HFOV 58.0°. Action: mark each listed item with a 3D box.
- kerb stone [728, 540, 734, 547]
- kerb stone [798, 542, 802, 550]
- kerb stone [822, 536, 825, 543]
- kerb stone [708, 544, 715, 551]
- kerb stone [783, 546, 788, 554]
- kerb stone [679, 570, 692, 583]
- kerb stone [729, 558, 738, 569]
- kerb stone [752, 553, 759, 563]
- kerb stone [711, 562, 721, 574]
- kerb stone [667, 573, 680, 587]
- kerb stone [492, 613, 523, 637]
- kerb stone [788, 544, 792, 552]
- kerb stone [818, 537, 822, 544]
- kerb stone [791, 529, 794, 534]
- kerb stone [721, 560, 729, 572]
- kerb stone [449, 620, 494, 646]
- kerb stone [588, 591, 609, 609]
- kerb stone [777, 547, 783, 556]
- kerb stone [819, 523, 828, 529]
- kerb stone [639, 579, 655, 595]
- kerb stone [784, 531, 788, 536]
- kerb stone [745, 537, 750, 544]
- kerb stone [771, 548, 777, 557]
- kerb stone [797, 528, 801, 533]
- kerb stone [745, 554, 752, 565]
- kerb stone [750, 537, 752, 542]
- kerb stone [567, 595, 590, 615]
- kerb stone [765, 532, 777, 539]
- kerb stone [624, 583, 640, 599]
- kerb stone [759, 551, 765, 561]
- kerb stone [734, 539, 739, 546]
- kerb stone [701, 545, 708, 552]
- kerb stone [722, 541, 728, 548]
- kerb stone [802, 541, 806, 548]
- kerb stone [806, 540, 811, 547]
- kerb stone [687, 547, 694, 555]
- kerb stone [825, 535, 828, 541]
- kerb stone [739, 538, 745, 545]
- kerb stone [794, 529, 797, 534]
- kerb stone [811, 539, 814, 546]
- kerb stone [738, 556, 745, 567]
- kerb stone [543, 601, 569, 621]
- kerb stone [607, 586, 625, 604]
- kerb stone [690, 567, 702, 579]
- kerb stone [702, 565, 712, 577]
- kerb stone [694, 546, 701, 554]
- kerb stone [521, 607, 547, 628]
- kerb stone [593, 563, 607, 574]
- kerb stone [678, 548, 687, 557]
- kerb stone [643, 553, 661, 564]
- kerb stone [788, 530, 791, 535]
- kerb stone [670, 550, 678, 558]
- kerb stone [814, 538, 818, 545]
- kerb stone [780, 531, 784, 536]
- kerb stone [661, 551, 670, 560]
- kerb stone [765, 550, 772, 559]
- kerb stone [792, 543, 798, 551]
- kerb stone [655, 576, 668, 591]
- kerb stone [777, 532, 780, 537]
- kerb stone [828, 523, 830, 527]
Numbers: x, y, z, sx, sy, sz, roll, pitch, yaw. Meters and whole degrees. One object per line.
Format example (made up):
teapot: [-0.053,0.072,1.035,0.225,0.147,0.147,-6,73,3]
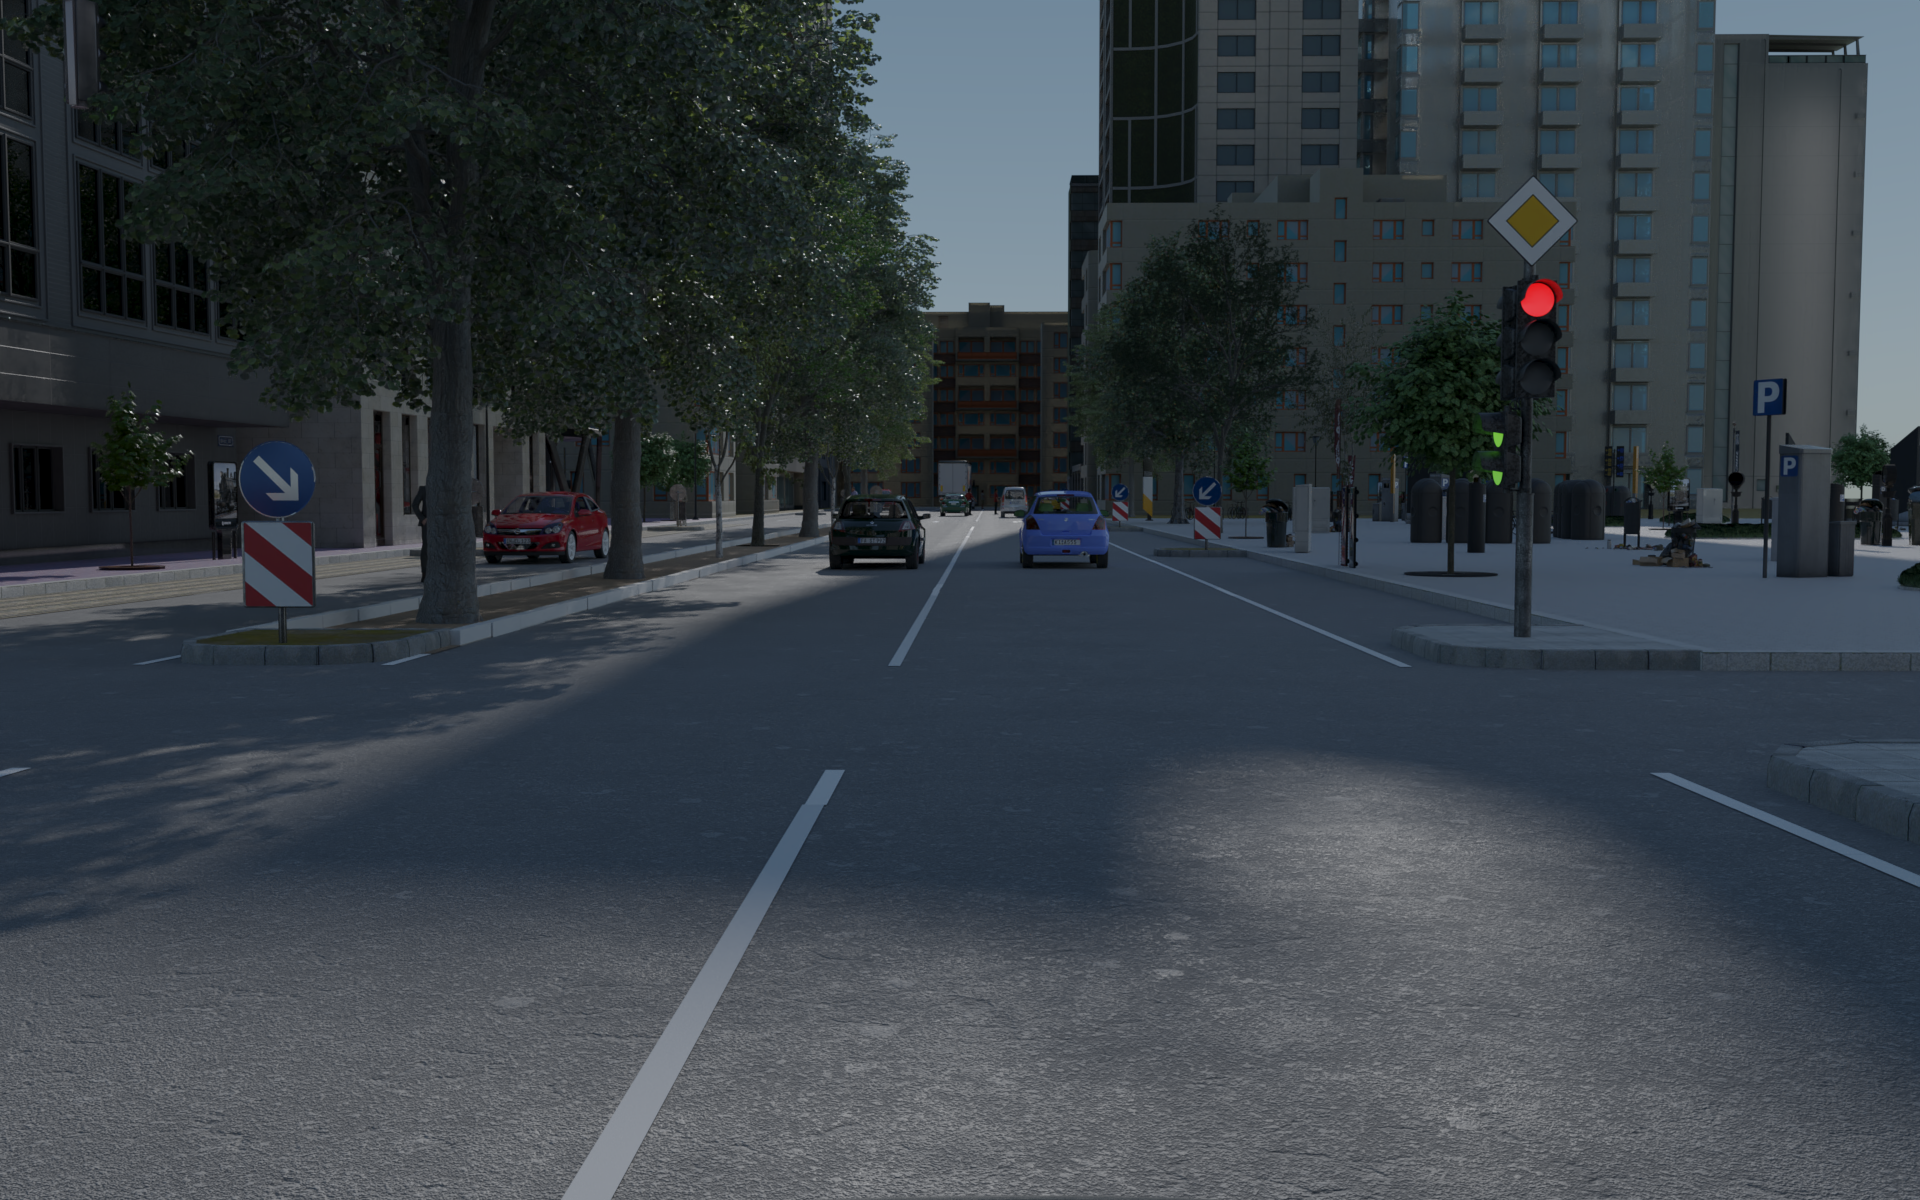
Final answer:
kerb stone: [-6.291,-1.492,46.595,0.120,0.150,1.000,0,4,1]
kerb stone: [-4.236,-1.362,44.461,0.120,0.150,1.000,0,4,1]
kerb stone: [-4.129,-1.736,50.616,0.120,0.150,1.000,0,4,1]
kerb stone: [-6.351,-1.303,43.523,0.120,0.150,1.000,0,4,1]
kerb stone: [-4.296,-1.174,41.384,0.120,0.150,1.000,0,4,1]
kerb stone: [-4.540,-0.360,28.080,0.120,0.150,1.000,0,4,1]
kerb stone: [-4.441,-0.673,33.200,0.120,0.150,1.000,0,4,1]
kerb stone: [-4.398,-0.858,36.267,0.120,0.150,1.000,0,4,1]
kerb stone: [-4.486,-0.548,31.150,0.120,0.150,1.000,0,4,1]
kerb stone: [-4.557,-0.297,27.057,0.120,0.150,1.000,0,4,1]
kerb stone: [-4.723,0.267,17.829,0.120,0.150,1.000,0,4,1]
kerb stone: [-4.283,-1.231,42.411,0.120,0.150,1.000,0,4,1]
kerb stone: [-4.137,-1.676,49.593,0.120,0.150,1.000,0,4,1]
kerb stone: [-6.034,-2.365,60.949,0.120,0.150,1.000,0,4,1]
kerb stone: [-4.465,-0.610,32.172,0.120,0.150,1.000,0,4,1]
kerb stone: [-4.756,0.330,16.808,0.120,0.150,1.000,0,4,1]
kerb stone: [-4.653,0.016,21.931,0.120,0.150,1.000,0,4,1]
kerb stone: [-4.314,-1.110,40.362,0.120,0.150,1.000,0,4,1]
kerb stone: [-5.809,-3.123,73.257,0.120,0.150,1.000,0,4,1]
kerb stone: [-4.602,-0.171,24.997,0.120,0.150,1.000,0,4,1]
kerb stone: [-6.071,-2.243,58.904,0.120,0.150,1.000,0,4,1]
kerb stone: [-6.237,-1.678,49.676,0.120,0.150,1.000,0,4,1]
kerb stone: [-4.331,-1.048,39.340,0.120,0.150,1.000,0,4,1]
kerb stone: [-5.993,-2.495,62.992,0.120,0.150,1.000,0,4,1]
kerb stone: [-4.406,-0.795,35.245,0.120,0.150,1.000,0,4,1]
kerb stone: [-6.224,-1.741,50.698,0.120,0.150,1.000,0,4,1]
kerb stone: [-4.679,0.079,20.905,0.120,0.150,1.000,0,4,1]
kerb stone: [-6.117,-2.057,55.824,0.120,0.150,1.000,0,4,1]
kerb stone: [-4.620,-0.109,23.975,0.120,0.150,1.000,0,4,1]
kerb stone: [-4.369,-0.923,37.296,0.120,0.150,1.000,0,4,1]
kerb stone: [-6.273,-1.555,47.618,0.120,0.150,1.000,0,4,1]
kerb stone: [-6.381,-1.242,42.497,0.120,0.150,1.000,0,4,1]
kerb stone: [-6.314,-1.430,45.569,0.120,0.150,1.000,0,4,1]
kerb stone: [-4.219,-1.424,45.483,0.120,0.150,1.000,0,4,1]
kerb stone: [-4.194,-1.486,46.517,0.120,0.150,1.000,0,4,1]
kerb stone: [-6.414,-1.115,40.448,0.120,0.150,1.000,0,4,1]
kerb stone: [-4.108,-1.801,51.645,0.120,0.150,1.000,0,4,1]
kerb stone: [-6.255,-1.613,48.649,0.120,0.150,1.000,0,4,1]
kerb stone: [-6.022,-2.433,61.971,0.120,0.150,1.000,0,4,1]
kerb stone: [-4.183,-1.545,47.547,0.120,0.150,1.000,0,4,1]
kerb stone: [-4.432,-0.736,34.223,0.120,0.150,1.000,0,4,1]
kerb stone: [-4.695,0.142,19.874,0.120,0.150,1.000,0,4,1]
kerb stone: [-4.636,-0.046,22.953,0.120,0.150,1.000,0,4,1]
kerb stone: [-4.529,-0.423,29.105,0.120,0.150,1.000,0,4,1]
kerb stone: [-4.495,-0.484,30.127,0.120,0.150,1.000,0,4,1]
kerb stone: [-6.395,-1.178,41.475,0.120,0.150,1.000,0,4,1]
kerb stone: [-4.709,0.209,18.852,0.120,0.150,1.000,0,4,1]
kerb stone: [-6.577,-0.551,31.204,0.120,0.150,1.000,0,4,1]
kerb stone: [-6.429,-1.054,39.426,0.120,0.150,1.000,0,4,1]
kerb stone: [-6.487,-0.865,36.338,0.120,0.150,1.000,0,4,1]
kerb stone: [-6.054,-2.308,59.926,0.120,0.150,1.000,0,4,1]
kerb stone: [-6.456,-0.990,38.388,0.120,0.150,1.000,0,4,1]
kerb stone: [-4.167,-1.607,48.569,0.120,0.150,1.000,0,4,1]
kerb stone: [-6.094,-2.183,57.882,0.120,0.150,1.000,0,4,1]
kerb stone: [-6.472,-0.922,37.362,0.120,0.150,1.000,0,4,1]
kerb stone: [-4.349,-0.981,38.318,0.120,0.150,1.000,0,4,1]
kerb stone: [-4.250,-1.295,43.436,0.120,0.150,1.000,0,4,1]
kerb stone: [-4.575,-0.235,26.030,0.120,0.150,1.000,0,4,1]
kerb stone: [-6.109,-2.119,56.850,0.120,0.150,1.000,0,4,1]
kerb stone: [-5.791,-3.186,74.281,0.120,0.150,1.000,0,4,1]
